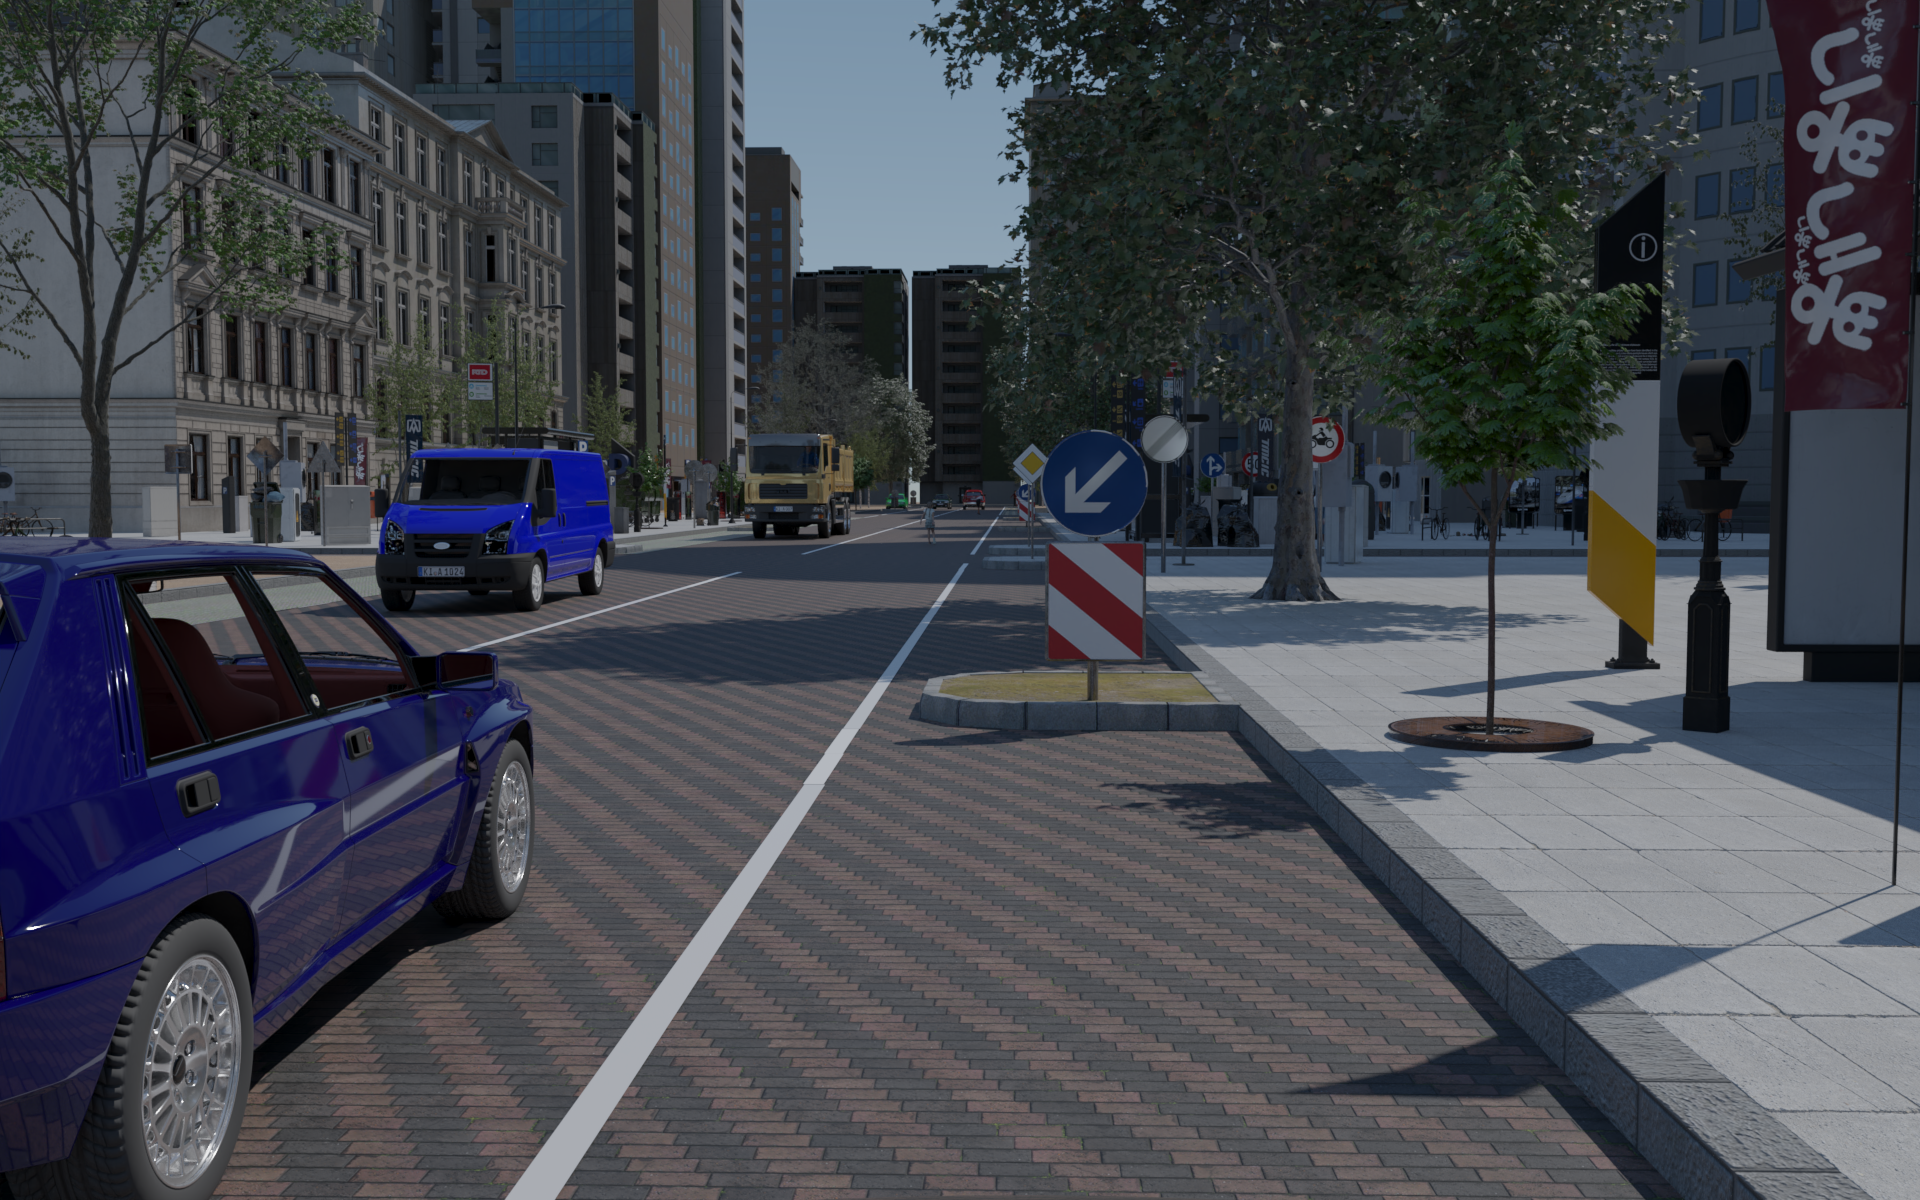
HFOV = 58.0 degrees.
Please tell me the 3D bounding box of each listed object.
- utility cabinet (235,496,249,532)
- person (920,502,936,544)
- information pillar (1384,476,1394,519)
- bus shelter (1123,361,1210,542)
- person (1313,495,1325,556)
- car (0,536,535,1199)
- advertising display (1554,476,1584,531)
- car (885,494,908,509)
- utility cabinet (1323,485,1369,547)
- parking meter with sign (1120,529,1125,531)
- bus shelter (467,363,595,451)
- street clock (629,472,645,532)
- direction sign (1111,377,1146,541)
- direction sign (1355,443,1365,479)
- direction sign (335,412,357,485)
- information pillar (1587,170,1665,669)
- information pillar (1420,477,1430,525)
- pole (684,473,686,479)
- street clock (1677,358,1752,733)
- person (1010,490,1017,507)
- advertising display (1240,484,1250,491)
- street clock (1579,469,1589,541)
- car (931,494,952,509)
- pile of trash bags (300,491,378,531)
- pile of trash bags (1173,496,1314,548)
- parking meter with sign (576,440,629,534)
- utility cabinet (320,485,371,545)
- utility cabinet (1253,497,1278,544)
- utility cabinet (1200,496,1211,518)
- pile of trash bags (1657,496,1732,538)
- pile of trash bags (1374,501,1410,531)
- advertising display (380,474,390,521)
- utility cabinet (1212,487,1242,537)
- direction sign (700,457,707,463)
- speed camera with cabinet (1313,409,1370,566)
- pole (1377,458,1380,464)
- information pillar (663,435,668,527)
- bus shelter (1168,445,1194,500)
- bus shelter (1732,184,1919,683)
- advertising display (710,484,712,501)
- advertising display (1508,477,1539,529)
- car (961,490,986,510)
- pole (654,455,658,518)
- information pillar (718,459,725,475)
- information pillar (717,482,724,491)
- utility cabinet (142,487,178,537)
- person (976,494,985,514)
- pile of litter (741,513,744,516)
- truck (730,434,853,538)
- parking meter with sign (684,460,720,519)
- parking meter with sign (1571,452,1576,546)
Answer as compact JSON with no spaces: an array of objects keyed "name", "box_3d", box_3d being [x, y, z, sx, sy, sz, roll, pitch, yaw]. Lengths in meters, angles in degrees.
[{"name":"utility cabinet","box_3d":[-24.698,-2.948,59.355,0.306,1.237,1.020,0,4,-6]},{"name":"person","box_3d":[-0.914,-2.201,49.499,0.505,1.210,0.382,1,4,12]},{"name":"information pillar","box_3d":[17.348,-4.010,70.051,0.304,2.012,0.304,-3,5,-43]},{"name":"bus shelter","box_3d":[5.623,-4.397,49.525,2.179,5.291,8.768,0,4,2]},{"name":"person","box_3d":[7.575,-1.683,36.044,0.654,1.822,0.581,0,4,0]},{"name":"car","box_3d":[-2.355,0.483,4.690,1.945,1.354,3.894,0,4,0]},{"name":"advertising display","box_3d":[21.252,-3.377,60.434,0.974,1.923,0.123,1,4,14]},{"name":"car","box_3d":[-5.482,-8.663,150.442,1.959,1.807,4.718,0,4,1]},{"name":"utility cabinet","box_3d":[9.285,-2.036,41.973,1.173,1.500,0.318,2,4,34]},{"name":"parking meter with sign","box_3d":[5.060,-3.904,60.087,0.543,3.016,1.738,-3,4,-39]},{"name":"bus shelter","box_3d":[-13.870,-4.771,55.643,2.179,5.291,8.768,0,4,2]},{"name":"street clock","box_3d":[-10.838,-3.275,58.110,0.471,2.002,0.358,1,4,10]},{"name":"direction sign","box_3d":[3.149,-2.479,32.521,0.379,3.537,0.876,-3,5,-40]},{"name":"direction sign","box_3d":[17.676,-5.179,76.681,0.379,3.537,0.876,-1,4,-13]},{"name":"direction sign","box_3d":[-17.097,-3.443,48.298,0.379,3.537,0.876,1,4,19]},{"name":"information pillar","box_3d":[4.873,-1.303,12.656,0.504,3.616,0.183,0,4,1]},{"name":"information pillar","box_3d":[19.617,-4.191,73.010,0.304,2.012,0.304,0,4,-8]},{"name":"pole","box_3d":[-17.271,-7.058,109.244,0.158,3.312,0.155,0,3,0]},{"name":"street clock","box_3d":[4.052,-0.292,9.346,0.358,2.002,0.471,3,5,43]},{"name":"person","box_3d":[6.099,-11.153,190.812,1.348,1.831,0.705,-2,4,-27]},{"name":"advertising display","box_3d":[18.274,-6.436,110.443,0.974,1.923,0.123,3,5,44]},{"name":"street clock","box_3d":[17.228,-2.626,47.502,0.471,2.002,0.358,2,4,25]},{"name":"car","box_3d":[-1.714,-9.412,163.672,2.009,1.686,4.222,0,4,3]},{"name":"pile of trash bags","box_3d":[-21.400,-3.068,59.910,3.447,1.369,1.912,2,4,25]},{"name":"pile of trash bags","box_3d":[6.899,-1.987,42.243,3.447,1.369,1.912,1,4,10]},{"name":"parking meter with sign","box_3d":[-11.553,-3.664,56.165,1.738,3.016,0.543,1,4,23]},{"name":"utility cabinet","box_3d":[-15.361,-2.119,43.318,0.318,1.500,1.173,3,5,44]},{"name":"utility cabinet","box_3d":[8.027,-2.028,44.319,1.020,1.237,0.306,-1,4,-20]},{"name":"utility cabinet","box_3d":[8.424,-2.878,58.210,0.306,1.237,1.020,-1,4,-16]},{"name":"pile of trash bags","box_3d":[21.097,-2.543,51.330,3.447,1.369,1.912,2,4,31]},{"name":"pile of trash bags","box_3d":[14.930,-3.161,61.438,1.912,1.369,3.447,0,4,6]},{"name":"advertising display","box_3d":[-18.347,-3.063,55.291,0.123,1.923,0.974,-2,4,-27]},{"name":"utility cabinet","box_3d":[7.886,-2.596,51.130,0.318,1.500,1.173,-1,4,-21]},{"name":"direction sign","box_3d":[-15.578,-6.929,105.292,0.379,3.537,0.876,1,4,21]},{"name":"speed camera with cabinet","box_3d":[6.925,-2.277,31.573,0.660,3.252,2.038,1,4,21]},{"name":"pole","box_3d":[23.359,-6.296,96.775,0.158,3.312,0.155,0,3,0]},{"name":"information pillar","box_3d":[-11.574,-4.685,67.949,0.183,3.616,0.504,-1,4,-8]},{"name":"bus shelter","box_3d":[7.344,-4.290,64.066,2.014,3.302,5.546,0,4,2]},{"name":"bus shelter","box_3d":[6.263,-0.938,9.252,2.014,3.302,5.546,0,4,2]},{"name":"advertising display","box_3d":[-15.552,-6.270,107.734,0.123,1.923,0.974,0,4,1]},{"name":"advertising display","box_3d":[20.786,-3.599,64.062,0.974,1.923,0.123,0,4,5]},{"name":"car","box_3d":[1.261,-9.200,159.093,2.281,1.827,5.304,0,3,0]},{"name":"pole","box_3d":[-16.009,-5.965,91.364,0.158,3.312,0.155,0,3,0]},{"name":"information pillar","box_3d":[-15.924,-7.609,115.755,0.504,3.616,0.183,-3,5,-44]},{"name":"information pillar","box_3d":[-12.582,-5.303,91.193,0.304,2.012,0.304,2,4,33]},{"name":"utility cabinet","box_3d":[-23.996,-2.645,51.925,0.318,1.500,1.173,1,4,13]},{"name":"person","box_3d":[1.426,-6.732,121.751,0.628,1.438,0.799,0,4,1]},{"name":"pile of litter","box_3d":[-12.209,-5.232,99.504,1.176,0.858,1.719,0,4,0]},{"name":"truck","box_3d":[-5.341,-3.799,58.039,3.469,3.379,9.791,0,4,2]},{"name":"parking meter with sign","box_3d":[-13.015,-5.585,87.571,1.738,3.016,0.543,1,4,17]},{"name":"parking meter with sign","box_3d":[15.937,-2.832,42.563,1.738,3.016,0.543,2,4,34]}]
